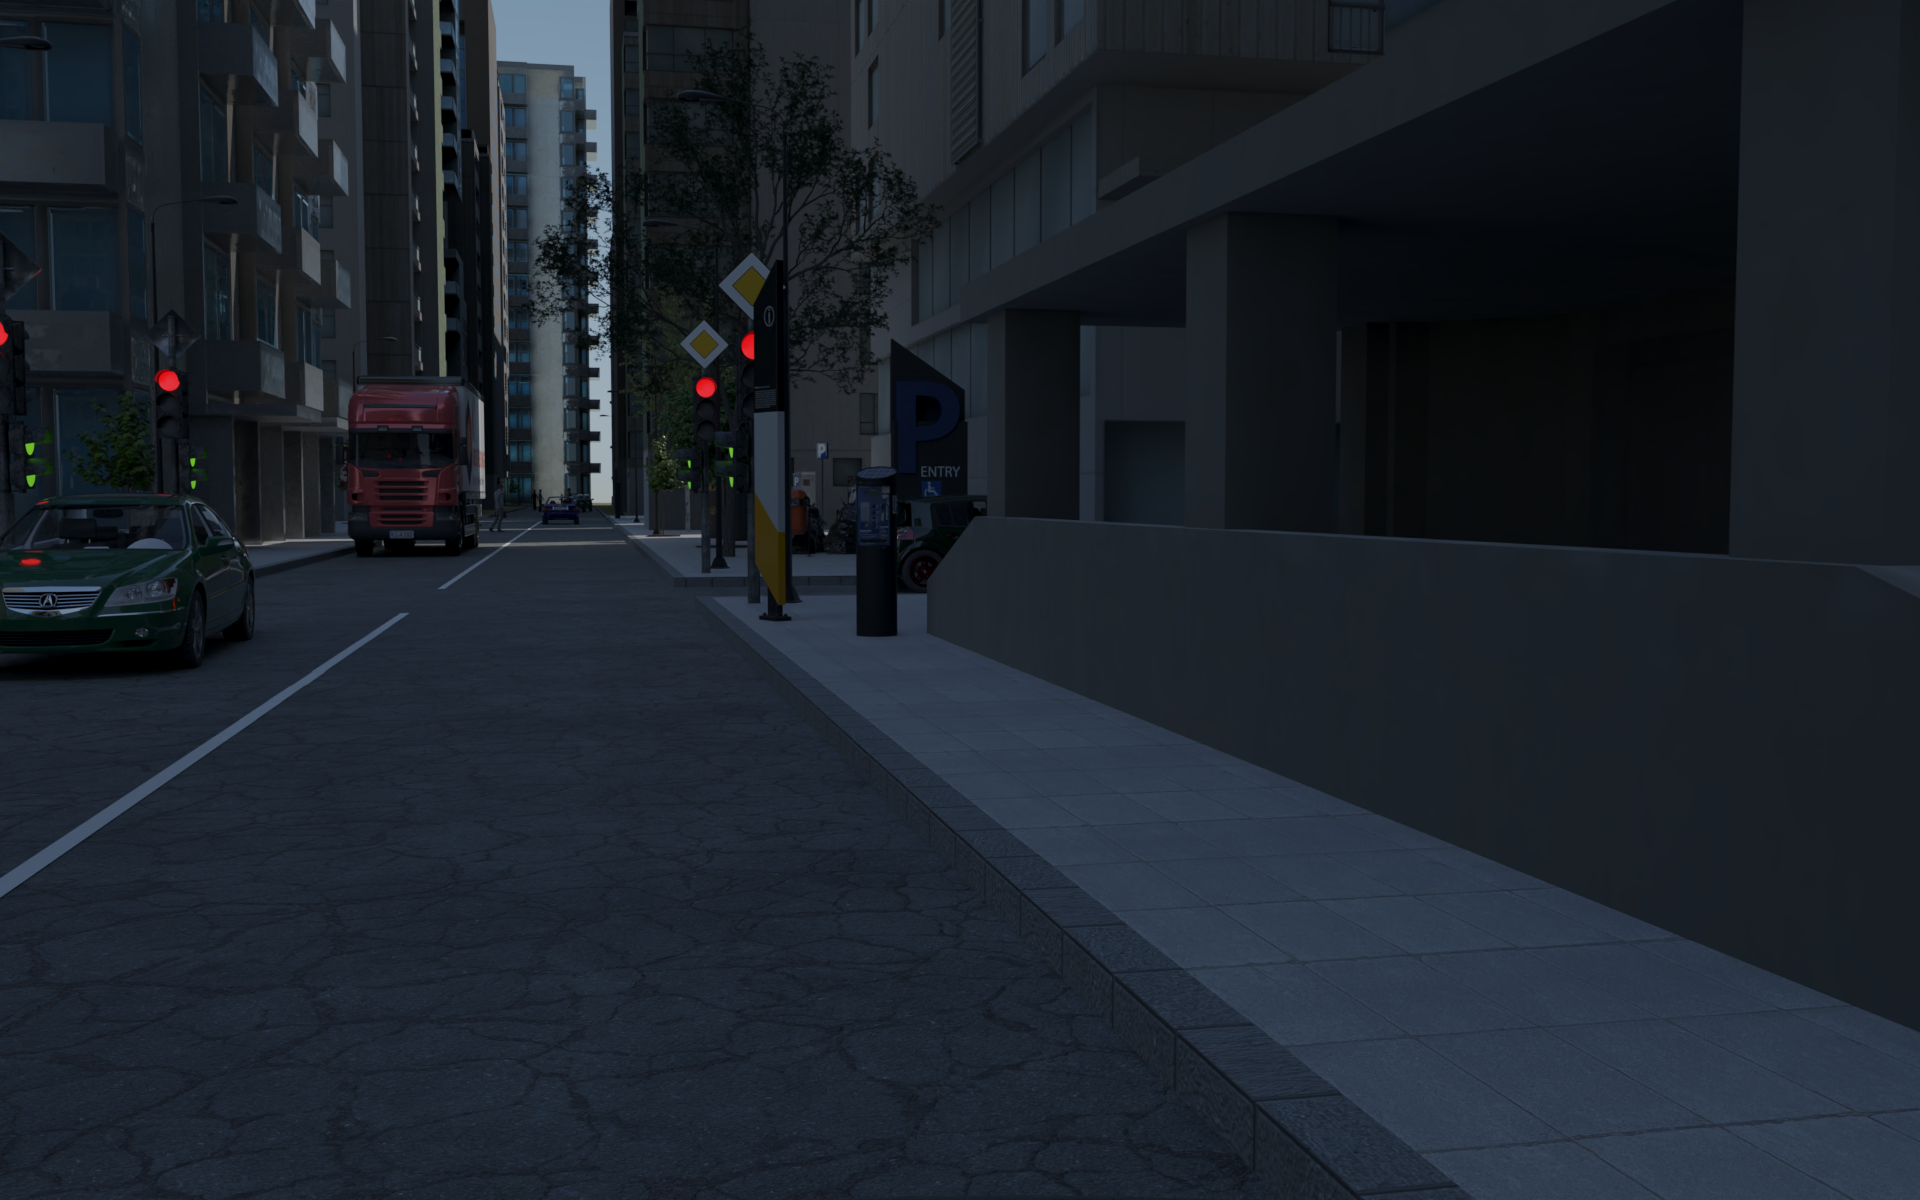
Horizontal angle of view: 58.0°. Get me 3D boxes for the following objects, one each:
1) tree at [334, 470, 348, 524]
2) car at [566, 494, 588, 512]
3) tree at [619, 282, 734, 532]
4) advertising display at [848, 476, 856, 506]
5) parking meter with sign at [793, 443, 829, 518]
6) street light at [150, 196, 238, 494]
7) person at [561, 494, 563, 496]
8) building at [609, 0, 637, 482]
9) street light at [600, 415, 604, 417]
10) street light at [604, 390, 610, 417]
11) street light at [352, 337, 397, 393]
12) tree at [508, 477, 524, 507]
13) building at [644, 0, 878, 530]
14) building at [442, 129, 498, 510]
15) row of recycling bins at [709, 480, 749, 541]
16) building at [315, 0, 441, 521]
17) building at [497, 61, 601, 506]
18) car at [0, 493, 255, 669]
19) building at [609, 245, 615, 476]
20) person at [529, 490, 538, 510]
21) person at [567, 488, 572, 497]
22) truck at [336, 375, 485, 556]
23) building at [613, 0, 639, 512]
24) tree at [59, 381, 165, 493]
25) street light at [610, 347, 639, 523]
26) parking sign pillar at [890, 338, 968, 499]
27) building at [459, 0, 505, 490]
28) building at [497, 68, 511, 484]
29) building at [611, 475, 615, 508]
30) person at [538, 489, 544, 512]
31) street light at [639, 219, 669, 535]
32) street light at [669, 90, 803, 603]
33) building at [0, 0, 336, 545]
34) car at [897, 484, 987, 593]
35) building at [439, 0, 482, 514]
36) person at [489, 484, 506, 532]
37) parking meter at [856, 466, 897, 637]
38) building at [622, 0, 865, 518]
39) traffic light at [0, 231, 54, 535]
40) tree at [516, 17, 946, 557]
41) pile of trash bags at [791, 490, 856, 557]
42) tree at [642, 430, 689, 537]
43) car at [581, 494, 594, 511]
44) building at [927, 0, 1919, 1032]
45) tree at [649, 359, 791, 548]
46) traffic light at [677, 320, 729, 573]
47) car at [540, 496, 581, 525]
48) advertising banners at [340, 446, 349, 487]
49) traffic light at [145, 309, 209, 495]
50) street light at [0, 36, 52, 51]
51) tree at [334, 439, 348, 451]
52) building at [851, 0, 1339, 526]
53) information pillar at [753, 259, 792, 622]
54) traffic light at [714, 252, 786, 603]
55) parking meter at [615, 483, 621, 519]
[{"bbox_3d":[-26.238,-4.905,74.806,1.663,3.219,1.824,0,3,0],"label":"tree"},{"bbox_3d":[-30.352,-7.608,136.185,2.131,1.459,4.920,-1,4,-12],"label":"car"},{"bbox_3d":[-9.205,-6.577,57.897,4.737,8.622,4.395,0,3,0],"label":"tree"},{"bbox_3d":[-3.704,-3.425,61.212,0.123,1.923,0.974,-2,4,-30],"label":"advertising display"},{"bbox_3d":[-5.283,-3.808,58.520,1.738,3.016,0.543,-3,5,-43],"label":"parking meter with sign"},{"bbox_3d":[-11.954,-3.333,27.038,1.470,5.913,1.316,-1,4,-12],"label":"street light"},{"bbox_3d":[-35.391,-8.692,153.871,0.557,1.426,1.065,-1,4,-14],"label":"person"},{"bbox_3d":[-22.132,-30.327,145.959,14.600,45.320,14.200,-1,4,-12],"label":"building"},{"bbox_3d":[-20.364,-7.884,101.437,1.470,5.913,1.316,-1,4,-12],"label":"street light"},{"bbox_3d":[-15.058,-6.424,77.567,1.470,5.913,1.316,-1,4,-12],"label":"street light"},{"bbox_3d":[-17.351,-4.818,51.322,1.470,5.913,1.316,-1,4,-12],"label":"street light"},{"bbox_3d":[-45.306,-11.058,175.398,1.663,3.219,1.824,0,3,0],"label":"tree"},{"bbox_3d":[-5.608,-18.155,68.531,14.160,30.474,14.107,-1,4,-12],"label":"building"},{"bbox_3d":[-44.074,-22.268,135.779,14.160,30.474,14.107,-1,4,-12],"label":"building"},{"bbox_3d":[-6.392,-2.556,48.901,1.069,1.692,3.534,-1,4,-18],"label":"row of recycling bins"},{"bbox_3d":[-33.326,-24.572,85.354,14.154,41.232,14.086,-1,4,-12],"label":"building"},{"bbox_3d":[-55.354,-34.922,190.587,30.456,49.044,23.786,-1,4,-12],"label":"building"},{"bbox_3d":[-7.525,-0.226,15.496,2.131,1.459,4.920,-1,4,-14],"label":"car"},{"bbox_3d":[-31.642,-25.716,192.161,14.107,30.474,14.160,-1,4,-12],"label":"building"},{"bbox_3d":[-37.727,-8.868,153.454,1.348,1.831,0.705,3,5,44],"label":"person"},{"bbox_3d":[-24.269,-6.045,107.436,0.705,1.812,1.348,-1,4,-20],"label":"person"},{"bbox_3d":[-13.499,-3.333,43.412,2.839,4.237,11.283,-1,4,-12],"label":"truck"},{"bbox_3d":[-15.372,-42.190,128.062,20.563,71.187,20.611,-1,4,-12],"label":"building"},{"bbox_3d":[-14.044,-2.128,29.396,1.663,3.219,1.824,0,3,0],"label":"tree"},{"bbox_3d":[-9.970,-4.966,53.733,1.470,5.913,1.316,-1,4,-12],"label":"street light"},{"bbox_3d":[-0.536,-2.546,30.093,1.447,3.967,1.447,-1,4,-10],"label":"parking sign pillar"},{"bbox_3d":[-47.151,-30.536,149.375,14.600,45.320,14.200,-1,4,-12],"label":"building"},{"bbox_3d":[-50.295,-29.427,164.727,14.086,41.232,14.154,-1,4,-12],"label":"building"},{"bbox_3d":[-17.319,-29.059,166.996,32.217,40.220,23.993,-1,4,-12],"label":"building"},{"bbox_3d":[-33.688,-7.992,139.153,0.705,1.826,1.348,0,4,3],"label":"person"},{"bbox_3d":[-4.679,-3.488,29.568,1.470,5.913,1.316,-1,4,-12],"label":"street light"},{"bbox_3d":[-2.570,-2.916,20.211,1.470,5.913,1.316,-1,4,-12],"label":"street light"},{"bbox_3d":[-28.185,-25.888,42.881,23.786,49.044,30.456,-1,4,-12],"label":"building"},{"bbox_3d":[0.662,-0.993,26.019,4.222,1.686,2.009,-1,4,-12],"label":"car"},{"bbox_3d":[-42.519,-48.805,110.641,22.319,86.520,31.000,-1,4,-12],"label":"building"},{"bbox_3d":[-17.385,-3.475,65.433,0.709,1.813,0.853,3,4,39],"label":"person"},{"bbox_3d":[-0.754,-0.445,15.684,0.372,1.533,0.369,0,3,0],"label":"parking meter"},{"bbox_3d":[-14.386,-20.743,110.849,14.160,30.474,14.107,-1,4,-12],"label":"building"},{"bbox_3d":[-10.215,-1.812,18.540,0.839,4.253,0.868,-1,4,-12],"label":"traffic light"},{"bbox_3d":[-4.705,-6.139,34.783,8.767,10.594,7.601,-1,4,-9],"label":"tree"},{"bbox_3d":[-3.015,-1.667,37.004,1.912,1.369,3.447,1,4,13],"label":"pile of trash bags"},{"bbox_3d":[-8.975,-3.519,52.130,1.663,3.219,1.824,0,3,0],"label":"tree"},{"bbox_3d":[-31.503,-8.086,143.996,2.131,1.459,4.920,-1,4,-12],"label":"car"},{"bbox_3d":[16.913,-19.543,11.405,32.217,40.220,23.993,-1,4,-12],"label":"building"},{"bbox_3d":[-5.743,-3.547,41.703,4.285,4.588,4.351,0,3,0],"label":"tree"},{"bbox_3d":[-4.148,-2.393,28.052,0.839,4.253,0.868,-1,4,-12],"label":"traffic light"},{"bbox_3d":[-19.090,-4.295,82.810,1.945,1.354,3.894,-1,4,-13],"label":"car"},{"bbox_3d":[-22.136,-4.150,64.040,0.090,3.025,2.074,2,4,34],"label":"advertising banners"},{"bbox_3d":[-11.922,-2.289,26.341,0.839,4.253,0.868,-1,4,-12],"label":"traffic light"},{"bbox_3d":[-9.923,-2.759,17.645,1.470,5.913,1.316,-1,4,-12],"label":"street light"},{"bbox_3d":[-22.664,-5.110,67.264,4.285,4.588,4.351,0,3,0],"label":"tree"},{"bbox_3d":[12.064,-27.783,43.493,27.495,52.752,28.713,-1,4,-12],"label":"building"},{"bbox_3d":[-1.926,-1.603,17.558,0.183,3.616,0.504,-3,4,-36],"label":"information pillar"},{"bbox_3d":[-2.441,-1.916,20.251,0.839,4.253,0.868,-1,4,-12],"label":"traffic light"},{"bbox_3d":[-17.960,-5.206,90.830,0.255,1.863,0.399,-1,4,-17],"label":"parking meter"}]
